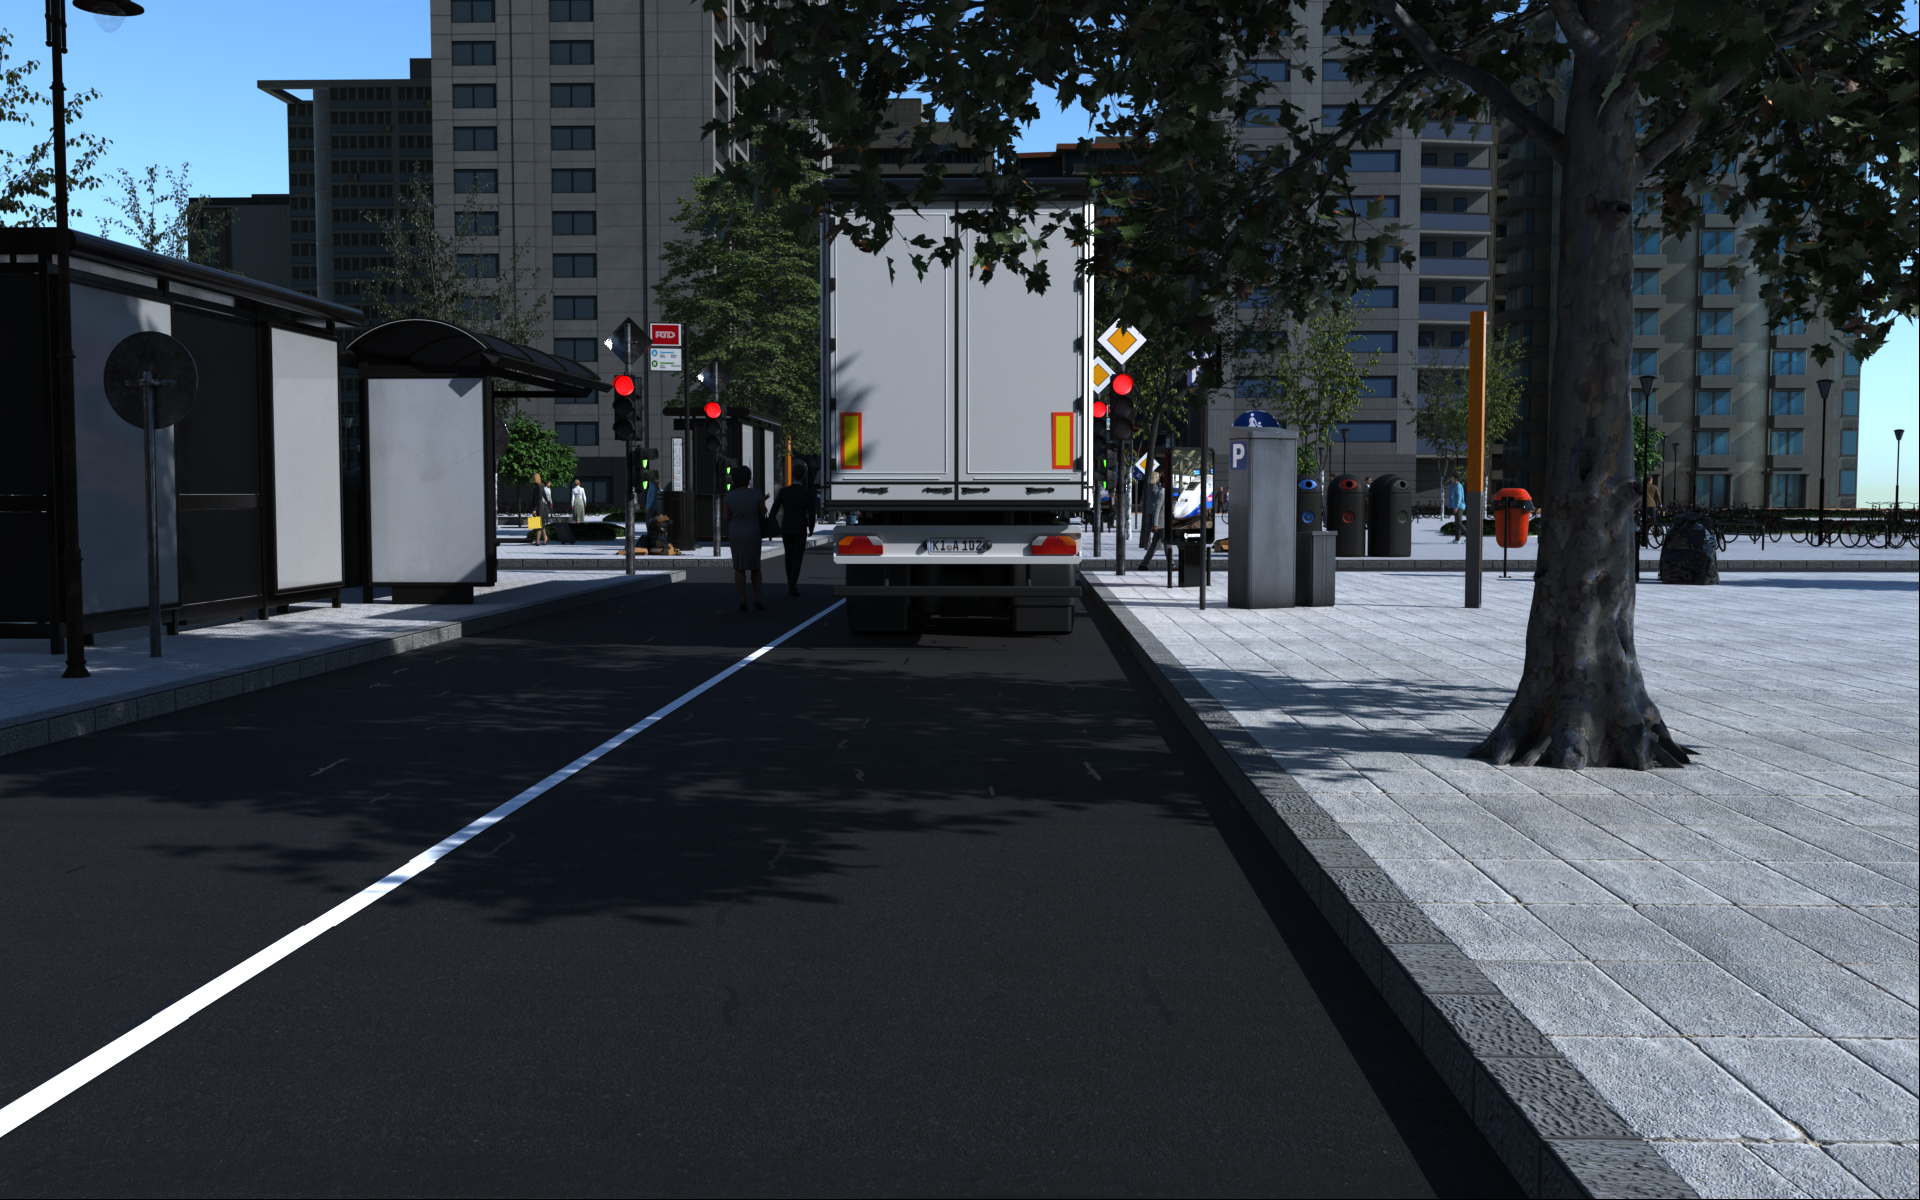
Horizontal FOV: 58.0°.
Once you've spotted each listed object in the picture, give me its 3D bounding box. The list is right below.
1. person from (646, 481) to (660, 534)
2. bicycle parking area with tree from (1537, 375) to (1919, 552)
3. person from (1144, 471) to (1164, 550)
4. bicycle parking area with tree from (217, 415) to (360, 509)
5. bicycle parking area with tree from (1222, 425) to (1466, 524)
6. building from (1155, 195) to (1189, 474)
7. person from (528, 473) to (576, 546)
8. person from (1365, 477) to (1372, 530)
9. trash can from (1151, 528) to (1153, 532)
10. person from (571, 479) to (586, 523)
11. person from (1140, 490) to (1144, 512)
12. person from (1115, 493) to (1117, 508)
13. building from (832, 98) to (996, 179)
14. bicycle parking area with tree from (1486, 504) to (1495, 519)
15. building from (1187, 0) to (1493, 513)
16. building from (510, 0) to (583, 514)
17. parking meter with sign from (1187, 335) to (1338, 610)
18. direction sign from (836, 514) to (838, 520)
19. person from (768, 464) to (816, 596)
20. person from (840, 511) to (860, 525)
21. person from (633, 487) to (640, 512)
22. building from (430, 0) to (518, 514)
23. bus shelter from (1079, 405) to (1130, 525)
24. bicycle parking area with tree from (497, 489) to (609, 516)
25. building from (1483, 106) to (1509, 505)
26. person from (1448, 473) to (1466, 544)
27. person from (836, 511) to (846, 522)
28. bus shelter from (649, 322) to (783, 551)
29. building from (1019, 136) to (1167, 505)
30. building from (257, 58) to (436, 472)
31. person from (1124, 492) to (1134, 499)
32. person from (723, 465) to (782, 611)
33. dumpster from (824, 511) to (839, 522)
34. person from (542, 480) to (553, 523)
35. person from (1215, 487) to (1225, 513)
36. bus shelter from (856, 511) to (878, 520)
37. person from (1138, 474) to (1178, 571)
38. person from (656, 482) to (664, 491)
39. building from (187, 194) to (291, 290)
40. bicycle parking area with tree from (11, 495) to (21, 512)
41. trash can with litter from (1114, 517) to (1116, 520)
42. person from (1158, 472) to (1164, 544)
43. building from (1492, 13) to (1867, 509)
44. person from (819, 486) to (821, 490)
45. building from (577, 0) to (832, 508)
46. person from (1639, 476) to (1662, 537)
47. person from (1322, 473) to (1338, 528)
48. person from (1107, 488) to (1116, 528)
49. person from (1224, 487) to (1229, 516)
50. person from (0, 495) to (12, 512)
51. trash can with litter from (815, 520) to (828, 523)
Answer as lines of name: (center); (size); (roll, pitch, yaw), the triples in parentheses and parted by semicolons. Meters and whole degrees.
person: (-7.662, -2.303, 43.552); (0.748, 1.841, 0.638); (1, 4, 12)
bicycle parking area with tree: (19.163, -3.401, 42.616); (8.231, 4.147, 9.016); (0, 4, -2)
person: (4.481, -2.041, 39.598); (0.526, 1.800, 0.537); (0, 4, -3)
bicycle parking area with tree: (-24.493, -4.582, 61.926); (8.231, 4.147, 9.016); (-2, 4, -23)
bicycle parking area with tree: (15.538, -5.337, 74.259); (9.016, 4.147, 8.231); (3, 5, 43)
building: (29.771, -32.983, 158.888); (23.786, 49.044, 30.456); (0, 4, 2)
person: (-10.239, -2.264, 43.281); (0.699, 1.804, 1.509); (3, 4, 37)
person: (14.706, -3.479, 62.293); (0.474, 1.900, 0.648); (1, 4, 13)
trash can: (6.525, -2.846, 58.190); (0.748, 1.137, 0.748); (0, 3, 0)
person: (-13.534, -3.369, 61.356); (0.478, 1.798, 0.641); (0, 4, 7)
person: (5.514, -2.775, 51.689); (0.573, 1.790, 0.520); (-3, 5, -40)
person: (10.589, -6.608, 117.351); (0.557, 1.426, 1.065); (3, 5, 43)
building: (-6.312, -36.212, 215.772); (21.600, 48.544, 21.300); (0, 4, 2)
bicycle parking area with tree: (26.874, -6.470, 92.784); (9.016, 4.147, 8.231); (1, 4, 21)
building: (27.730, -35.925, 129.371); (21.231, 58.520, 28.212); (0, 4, 2)
building: (-23.310, -43.003, 141.349); (20.563, 71.187, 20.611); (0, 4, 2)
parking meter with sign: (3.430, -1.420, 19.483); (1.738, 3.016, 0.543); (-2, 4, -26)
direction sign: (-6.000, -5.635, 84.126); (0.379, 3.537, 0.876); (0, 4, 6)
person: (-2.336, -0.993, 24.513); (0.659, 1.850, 0.755); (1, 4, 12)
person: (-2.971, -2.346, 47.197); (0.721, 1.781, 0.623); (-2, 4, -26)
person: (-15.609, -4.679, 82.726); (0.728, 1.800, 0.709); (0, 4, -5)
building: (-23.461, -41.744, 120.771); (20.563, 71.187, 20.611); (0, 4, 2)
bus shelter: (6.120, -5.985, 75.487); (2.179, 5.291, 8.768); (0, 4, 2)
bicycle parking area with tree: (-24.930, -7.118, 103.379); (9.016, 4.147, 8.231); (0, 4, 8)
building: (72.486, -36.024, 212.692); (21.600, 48.544, 21.300); (0, 4, 2)
person: (12.934, -2.366, 44.739); (0.620, 1.820, 0.660); (1, 4, 13)
person: (-5.403, -4.229, 79.457); (0.475, 1.303, 0.640); (2, 4, 32)
bus shelter: (-6.088, -4.011, 43.213); (2.179, 5.291, 8.768); (0, 4, 2)
building: (19.192, -34.266, 214.870); (28.867, 44.769, 22.147); (0, 4, 2)
building: (-46.361, -28.656, 160.399); (23.993, 40.220, 32.217); (0, 4, 2)
person: (13.100, -7.945, 136.619); (1.217, 1.739, 0.721); (1, 4, 19)
person: (-2.554, -0.764, 21.347); (0.716, 1.782, 0.532); (0, 4, -3)
dumpster: (-5.739, -4.825, 81.383); (1.502, 2.255, 1.985); (0, 4, 2)
person: (-16.936, -3.961, 70.659); (0.795, 1.843, 0.661); (1, 4, 22)
person: (17.225, -6.582, 114.210); (0.990, 1.755, 0.434); (2, 4, 25)
bus shelter: (-4.545, -5.780, 85.786); (1.731, 3.624, 6.357); (0, 4, 2)
person: (3.623, -1.368, 31.135); (0.850, 1.792, 0.678); (0, 4, 6)
person: (-12.615, -4.096, 73.192); (0.592, 1.802, 0.473); (-2, 4, -34)
building: (-65.815, -24.400, 170.634); (14.107, 30.474, 14.160); (0, 4, 2)
bicycle parking area with tree: (-36.235, -4.546, 61.322); (9.016, 4.147, 8.231); (-3, 5, -43)
trash can with litter: (7.350, -4.634, 86.816); (1.678, 1.210, 2.233); (-2, 4, -35)
person: (5.207, -2.311, 43.668); (0.795, 1.843, 0.661); (-1, 4, -10)
building: (66.796, -33.165, 161.850); (30.456, 49.044, 23.786); (0, 4, 2)
person: (-9.430, -6.826, 117.671); (0.705, 1.821, 1.348); (0, 4, 3)
building: (-23.320, -44.443, 164.890); (20.611, 71.187, 20.563); (0, 4, 2)
person: (20.813, -2.829, 52.204); (0.656, 1.842, 0.836); (-1, 4, -22)
person: (8.021, -1.860, 37.204); (0.466, 1.731, 0.760); (0, 4, 5)
person: (5.736, -3.624, 65.474); (0.473, 1.802, 0.592); (2, 4, 27)
person: (15.708, -5.775, 101.306); (0.563, 1.720, 0.643); (1, 4, 17)
person: (-15.841, -1.323, 28.515); (0.563, 1.720, 0.643); (3, 5, 44)
trash can with litter: (-6.537, -3.959, 75.779); (2.233, 1.210, 1.678); (-3, 5, -40)
